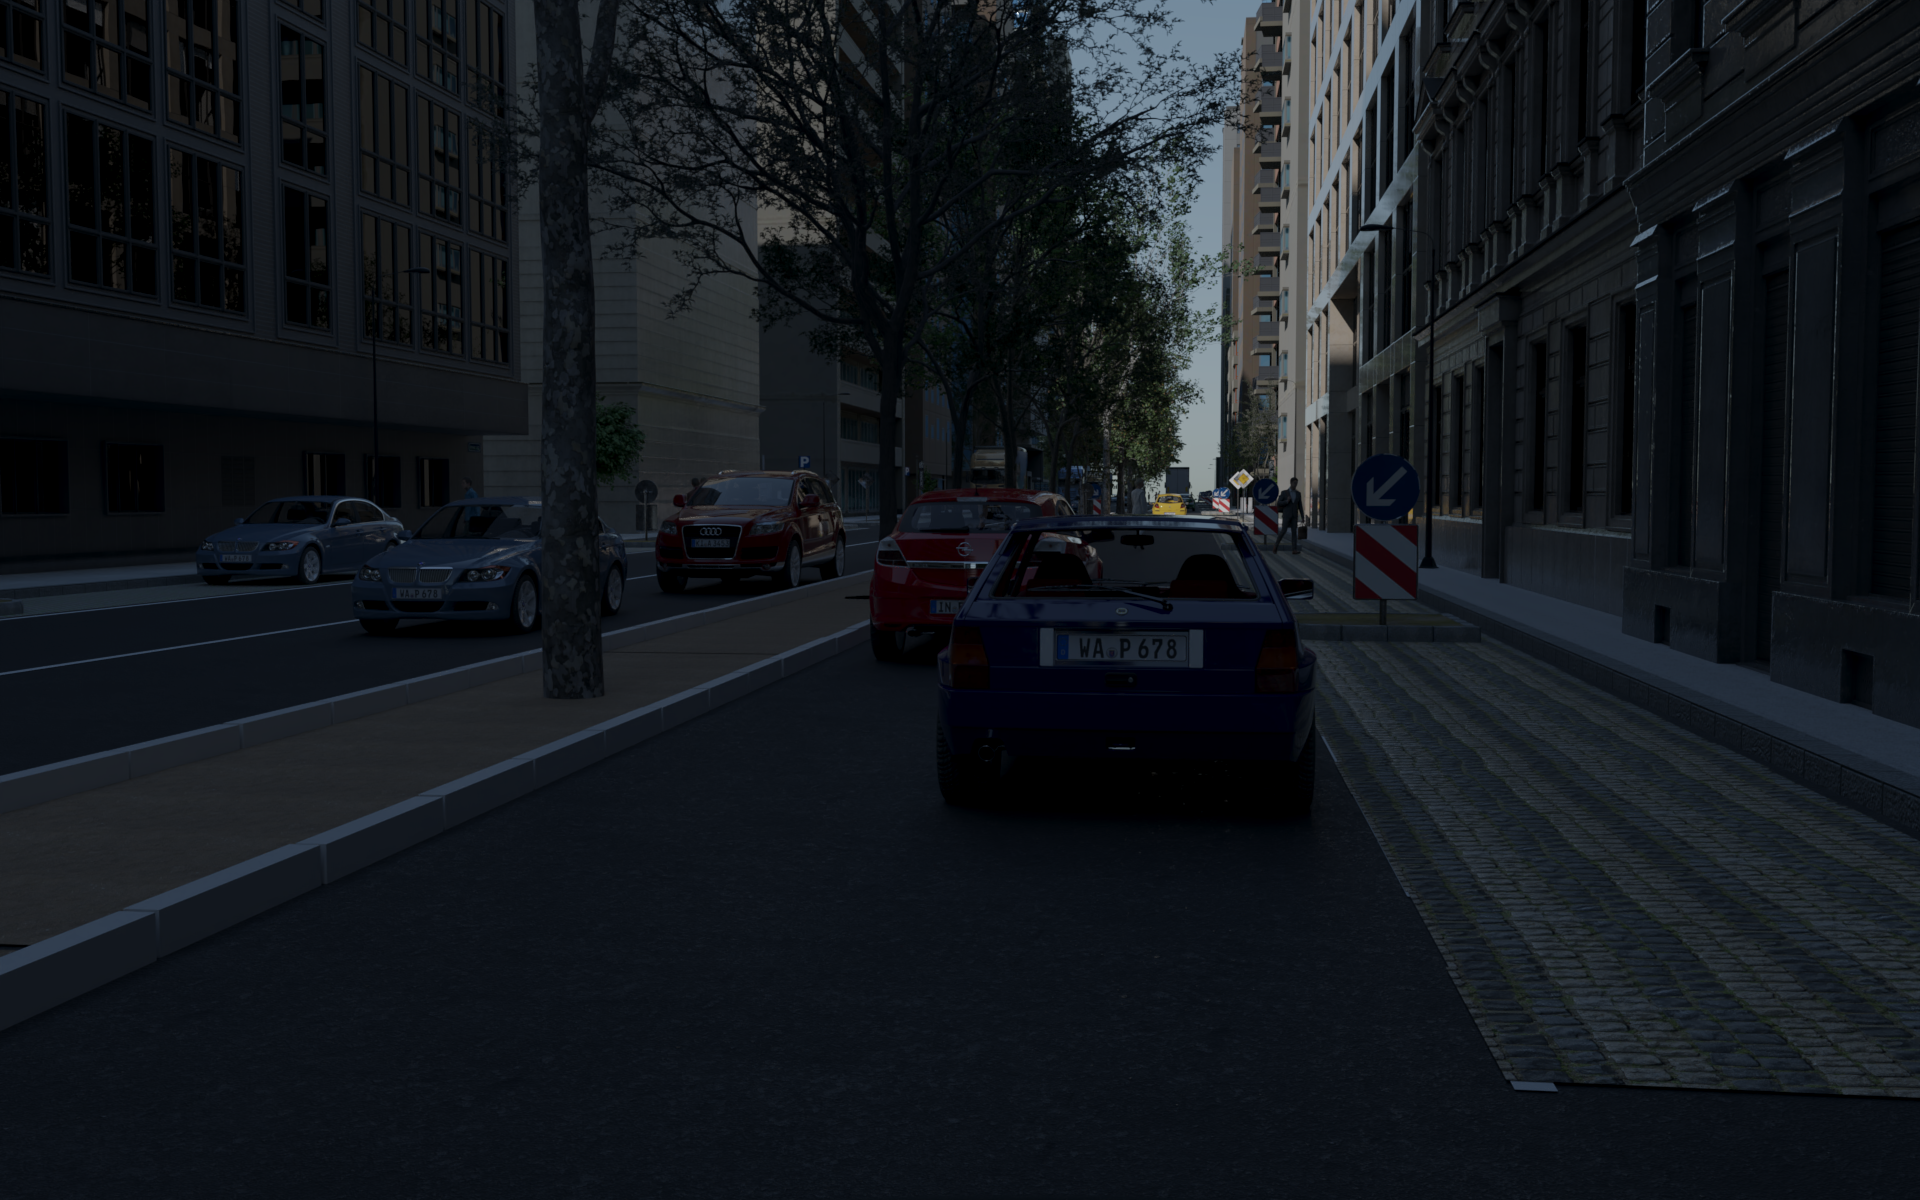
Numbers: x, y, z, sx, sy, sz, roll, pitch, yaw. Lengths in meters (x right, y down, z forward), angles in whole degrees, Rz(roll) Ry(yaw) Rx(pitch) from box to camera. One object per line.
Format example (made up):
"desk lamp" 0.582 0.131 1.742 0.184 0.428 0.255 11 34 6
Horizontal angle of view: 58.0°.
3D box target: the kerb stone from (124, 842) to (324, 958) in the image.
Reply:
"kerb stone" -2.463 1.000 5.848 0.120 0.150 1.000 0 4 8

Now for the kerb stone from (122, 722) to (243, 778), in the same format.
"kerb stone" -4.139 0.799 9.163 0.120 0.150 1.000 0 4 8

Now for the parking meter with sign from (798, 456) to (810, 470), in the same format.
"parking meter with sign" -7.459 -5.116 79.909 0.543 3.016 1.738 -2 4 -25

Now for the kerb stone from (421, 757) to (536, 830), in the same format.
"kerb stone" -2.187 0.875 7.882 0.120 0.150 1.000 0 4 8

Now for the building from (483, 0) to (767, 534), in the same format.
"building" -30.505 -17.674 65.377 44.131 29.872 17.030 0 4 8

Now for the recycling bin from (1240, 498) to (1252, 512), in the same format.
"recycling bin" 20.184 -6.698 122.061 0.722 1.027 0.722 0 4 -1

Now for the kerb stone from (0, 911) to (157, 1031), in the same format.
"kerb stone" -2.592 1.062 4.827 0.120 0.150 1.000 0 4 8

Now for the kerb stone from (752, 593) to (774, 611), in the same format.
"kerb stone" -2.509 0.053 21.376 0.120 0.150 1.000 0 4 8

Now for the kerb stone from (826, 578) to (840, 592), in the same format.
"kerb stone" -1.960 -0.199 25.445 0.120 0.150 1.000 0 4 8

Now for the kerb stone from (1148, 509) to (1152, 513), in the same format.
"kerb stone" 15.776 -7.362 142.571 0.120 0.150 1.000 0 4 8

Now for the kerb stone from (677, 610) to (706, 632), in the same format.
"kerb stone" -2.913 0.237 18.327 0.120 0.150 1.000 0 4 8

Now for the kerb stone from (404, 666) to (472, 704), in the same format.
"kerb stone" -3.724 0.610 12.219 0.120 0.150 1.000 0 4 8

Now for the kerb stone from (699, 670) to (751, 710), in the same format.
"kerb stone" -1.648 0.628 11.966 0.120 0.150 1.000 0 4 8

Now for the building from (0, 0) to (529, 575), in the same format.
"building" -19.561 -14.702 33.889 14.314 27.812 24.014 0 4 8

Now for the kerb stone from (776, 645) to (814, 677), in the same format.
"kerb stone" -1.369 0.501 14.003 0.120 0.150 1.000 0 4 8

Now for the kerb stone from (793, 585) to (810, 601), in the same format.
"kerb stone" -2.237 -0.071 23.416 0.120 0.150 1.000 0 4 8

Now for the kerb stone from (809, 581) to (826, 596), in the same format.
"kerb stone" -2.093 -0.137 24.429 0.120 0.150 1.000 0 4 8

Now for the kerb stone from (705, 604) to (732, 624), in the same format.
"kerb stone" -2.768 0.178 19.348 0.120 0.150 1.000 0 4 8

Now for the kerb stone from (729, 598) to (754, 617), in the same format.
"kerb stone" -2.639 0.112 20.362 0.120 0.150 1.000 0 4 8

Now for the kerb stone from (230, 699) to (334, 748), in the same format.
"kerb stone" -4.000 0.735 10.186 0.120 0.150 1.000 0 4 8

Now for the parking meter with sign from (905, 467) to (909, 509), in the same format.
"parking meter with sign" -4.154 -7.079 112.007 1.738 3.016 0.543 2 4 30

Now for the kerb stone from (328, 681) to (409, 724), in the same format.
"kerb stone" -3.861 0.673 11.199 0.120 0.150 1.000 0 4 8

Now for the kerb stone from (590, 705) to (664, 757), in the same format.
"kerb stone" -1.920 0.751 9.918 0.120 0.150 1.000 0 4 8

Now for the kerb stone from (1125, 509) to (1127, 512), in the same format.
"kerb stone" 14.506 -7.752 148.932 0.120 0.150 1.000 0 4 8

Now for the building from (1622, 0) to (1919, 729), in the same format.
"building" 9.571 -9.587 5.894 9.793 20.994 18.267 0 4 8

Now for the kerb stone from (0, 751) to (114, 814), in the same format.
"kerb stone" -4.269 0.859 8.149 0.120 0.150 1.000 0 4 8

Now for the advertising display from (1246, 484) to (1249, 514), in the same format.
"advertising display" 18.789 -6.612 113.327 0.123 1.923 0.974 0 4 5

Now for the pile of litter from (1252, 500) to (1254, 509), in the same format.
"pile of litter" 24.915 -8.219 148.351 1.176 0.858 1.719 0 4 8

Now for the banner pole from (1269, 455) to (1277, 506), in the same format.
"banner pole" 20.002 -7.372 110.546 0.401 3.779 0.863 -2 4 -35

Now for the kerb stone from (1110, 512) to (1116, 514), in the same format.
"kerb stone" 10.712 -6.012 120.490 0.120 0.150 1.000 0 4 8

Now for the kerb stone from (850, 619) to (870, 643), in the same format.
"kerb stone" -0.966 0.315 17.049 0.120 0.150 1.000 0 4 8

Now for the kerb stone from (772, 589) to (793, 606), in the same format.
"kerb stone" -2.368 -0.012 22.388 0.120 0.150 1.000 0 4 8

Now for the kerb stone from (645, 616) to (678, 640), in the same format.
"kerb stone" -3.045 0.299 17.311 0.120 0.150 1.000 0 4 8

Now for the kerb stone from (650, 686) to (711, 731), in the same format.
"kerb stone" -1.783 0.691 10.938 0.120 0.150 1.000 0 4 8

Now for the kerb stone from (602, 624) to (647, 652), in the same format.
"kerb stone" -3.182 0.364 16.293 0.120 0.150 1.000 0 4 8

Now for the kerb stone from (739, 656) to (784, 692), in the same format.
"kerb stone" -1.513 0.564 12.979 0.120 0.150 1.000 0 4 8

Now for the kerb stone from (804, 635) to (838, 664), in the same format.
"kerb stone" -1.236 0.439 15.018 0.120 0.150 1.000 0 4 8

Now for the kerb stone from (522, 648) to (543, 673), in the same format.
"kerb stone" -3.454 0.486 14.252 0.120 0.150 1.000 0 4 8

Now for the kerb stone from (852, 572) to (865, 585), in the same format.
"kerb stone" -1.696 -0.318 27.477 0.120 0.150 1.000 0 4 8

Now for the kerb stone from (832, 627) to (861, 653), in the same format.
"kerb stone" -1.095 0.383 16.032 0.120 0.150 1.000 0 4 8

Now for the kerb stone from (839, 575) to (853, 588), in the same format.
"kerb stone" -1.823 -0.261 26.462 0.120 0.150 1.000 0 4 8

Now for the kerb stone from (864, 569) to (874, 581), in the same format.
"kerb stone" -1.561 -0.385 28.490 0.120 0.150 1.000 0 4 8

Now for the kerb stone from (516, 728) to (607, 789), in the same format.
"kerb stone" -2.052 0.813 8.898 0.120 0.150 1.000 0 4 8

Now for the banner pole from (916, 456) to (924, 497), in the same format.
"banner pole" -2.642 -7.548 113.425 0.401 3.779 0.863 3 5 43

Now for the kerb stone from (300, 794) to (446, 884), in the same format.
"kerb stone" -2.319 0.940 6.862 0.120 0.150 1.000 0 4 8

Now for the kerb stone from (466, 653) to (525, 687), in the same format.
"kerb stone" -3.596 0.548 13.237 0.120 0.150 1.000 0 4 8
